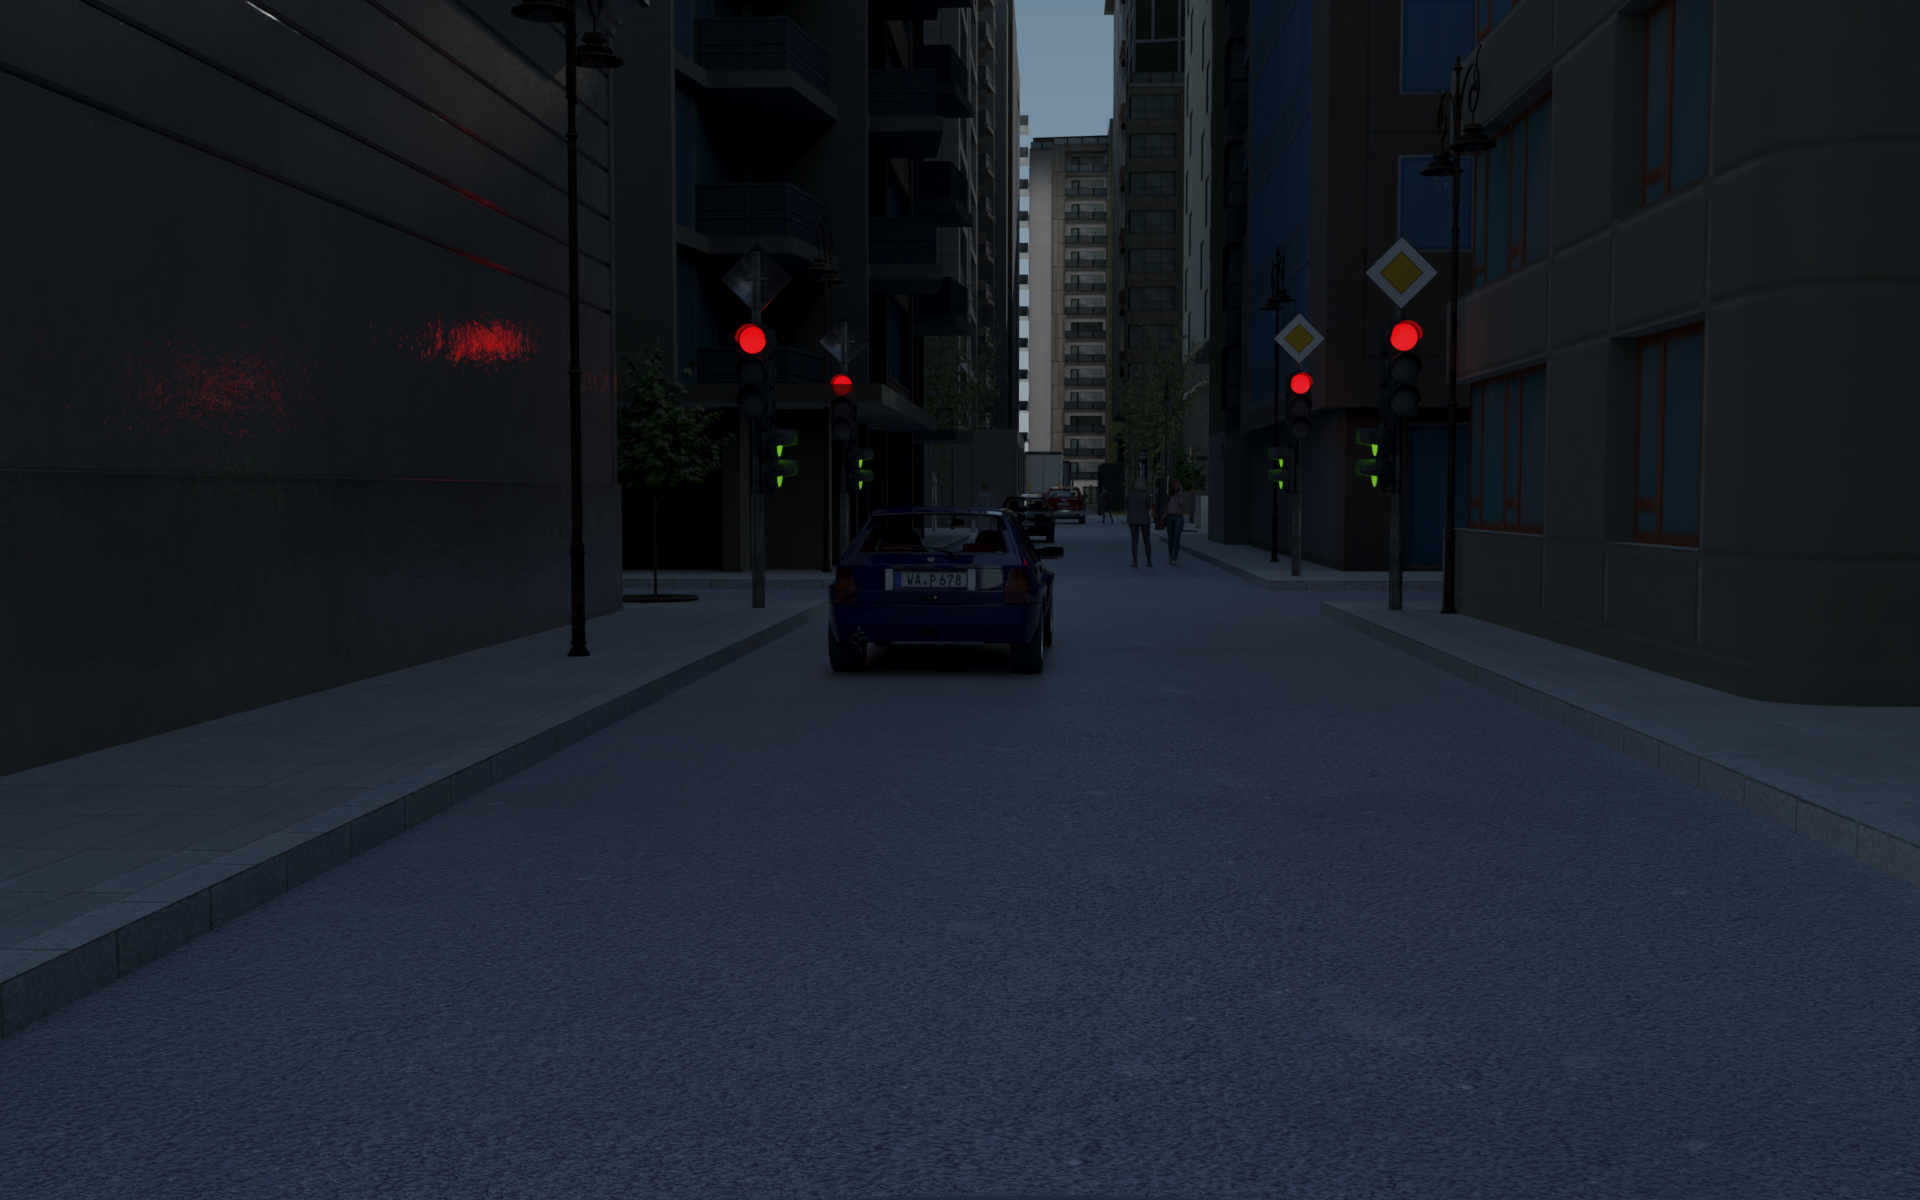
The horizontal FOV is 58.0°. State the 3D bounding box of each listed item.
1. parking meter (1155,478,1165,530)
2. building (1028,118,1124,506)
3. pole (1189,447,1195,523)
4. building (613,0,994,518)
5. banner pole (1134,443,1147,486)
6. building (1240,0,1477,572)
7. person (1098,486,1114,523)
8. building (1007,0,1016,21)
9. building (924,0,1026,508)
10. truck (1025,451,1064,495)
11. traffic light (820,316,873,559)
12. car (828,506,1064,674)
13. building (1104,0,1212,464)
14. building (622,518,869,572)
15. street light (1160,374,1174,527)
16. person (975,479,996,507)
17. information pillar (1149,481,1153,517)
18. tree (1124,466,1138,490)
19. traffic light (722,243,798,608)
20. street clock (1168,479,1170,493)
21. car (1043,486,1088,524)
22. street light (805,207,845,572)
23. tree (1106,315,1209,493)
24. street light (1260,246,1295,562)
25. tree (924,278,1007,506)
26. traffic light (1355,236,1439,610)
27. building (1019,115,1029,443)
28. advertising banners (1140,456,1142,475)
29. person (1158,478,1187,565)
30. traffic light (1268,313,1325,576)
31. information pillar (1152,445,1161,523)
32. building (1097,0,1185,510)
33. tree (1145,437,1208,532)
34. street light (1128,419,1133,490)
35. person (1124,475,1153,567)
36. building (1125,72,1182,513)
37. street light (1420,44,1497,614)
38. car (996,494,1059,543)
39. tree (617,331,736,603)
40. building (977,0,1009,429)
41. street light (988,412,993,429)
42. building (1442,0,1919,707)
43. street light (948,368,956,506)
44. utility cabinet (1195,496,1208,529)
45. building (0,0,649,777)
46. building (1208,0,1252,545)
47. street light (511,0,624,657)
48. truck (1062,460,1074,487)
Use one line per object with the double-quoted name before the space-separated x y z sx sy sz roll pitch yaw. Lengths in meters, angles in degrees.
"parking meter" 7.084 -3.403 61.354 0.255 1.863 0.399 -1 4 -17
"building" 14.582 -31.086 191.846 14.086 41.232 14.154 0 4 3
"pole" 10.125 -5.001 75.605 0.158 3.312 0.155 0 3 0
"building" -9.026 -28.278 116.964 22.147 44.769 28.867 0 4 3
"banner pole" 8.812 -5.809 84.990 0.863 3.779 0.401 2 4 28
"building" 13.409 -23.444 33.421 14.200 45.320 14.600 0 4 3
"person" 7.213 -4.722 85.665 0.622 1.834 0.822 -2 4 -26
"building" -2.090 -30.740 152.710 14.600 45.320 14.200 0 4 3
"building" -7.443 -38.888 74.071 20.563 71.187 20.611 0 4 3
"truck" 5.740 -7.955 118.980 2.839 4.237 11.283 0 4 3
"traffic light" -1.806 -2.353 27.389 0.839 4.253 0.868 0 4 3
"car" -0.074 -0.161 15.211 1.945 1.354 3.894 0 4 5
"building" 28.117 -35.040 162.148 28.713 52.752 27.495 0 4 3
"building" -11.090 -23.619 40.802 22.147 44.769 28.867 0 4 3
"street light" 7.970 -5.756 66.897 0.468 5.910 1.993 0 4 3
"person" 0.565 -1.996 41.494 0.694 1.780 0.624 0 4 7
"information pillar" 10.628 -5.566 95.495 0.304 2.012 0.304 -1 4 -19
"tree" 11.831 -7.372 115.128 1.663 3.219 1.824 0 3 0
"traffic light" -2.255 -1.865 19.417 0.839 4.253 0.868 0 4 3
"street clock" 9.777 -4.688 81.224 0.471 2.002 0.358 3 5 42
"car" 5.136 -4.664 84.937 2.281 1.827 5.304 0 4 5
"street light" -2.188 -3.393 28.269 0.468 5.910 1.993 0 4 3
"tree" 8.225 -7.365 70.782 4.737 8.622 4.395 0 3 0
"street light" 5.931 -3.651 32.488 0.468 5.910 1.993 0 4 3
"tree" -0.628 -6.599 58.252 4.737 8.622 4.395 0 3 0
"traffic light" 4.796 -1.842 19.037 0.839 4.253 0.868 0 4 3
"building" -7.399 -35.337 197.367 30.456 49.044 23.786 0 4 3
"advertising banners" 8.252 -5.026 78.365 0.090 3.025 2.074 0 4 1
"person" 4.364 -1.607 35.360 0.593 1.750 0.643 2 4 27
"traffic light" 5.245 -2.330 27.010 0.839 4.253 0.868 0 4 3
"information pillar" 8.800 -5.267 77.466 0.183 3.616 0.504 3 5 42
"building" 21.597 -42.792 137.905 20.563 71.187 20.611 0 4 3
"tree" 7.563 -3.933 58.900 1.663 3.219 1.824 0 3 0
"street light" 9.912 -7.862 101.326 0.468 5.910 1.993 0 4 3
"person" 3.511 -1.554 34.094 0.537 1.800 0.526 1 4 21
"building" 18.646 -21.423 121.959 14.160 30.474 14.107 0 4 3
"street light" 5.252 -2.792 18.431 0.468 5.910 1.993 0 4 3
"car" 2.011 -2.618 52.585 2.009 1.686 4.222 0 4 2
"tree" -3.650 -1.594 20.663 1.663 3.219 1.824 0 3 0
"building" -3.346 -27.839 138.766 14.154 41.232 14.086 0 4 3
"street light" 1.721 -7.611 97.227 0.468 5.910 1.993 0 4 3
"building" 18.396 -9.697 3.585 27.650 21.520 28.899 0 4 3
"street light" -0.277 -5.492 62.575 0.468 5.910 1.993 0 4 3
"utility cabinet" 9.215 -3.259 64.442 1.020 1.237 0.306 -2 4 -35
"building" -18.333 -10.927 11.937 30.059 22.955 16.112 0 4 3
"building" 14.063 -16.977 49.270 14.160 30.474 14.107 0 4 3
"street light" -3.023 -2.493 13.555 0.468 5.910 1.993 0 4 3
"truck" 8.319 -9.847 149.912 2.839 4.237 11.283 0 4 5
